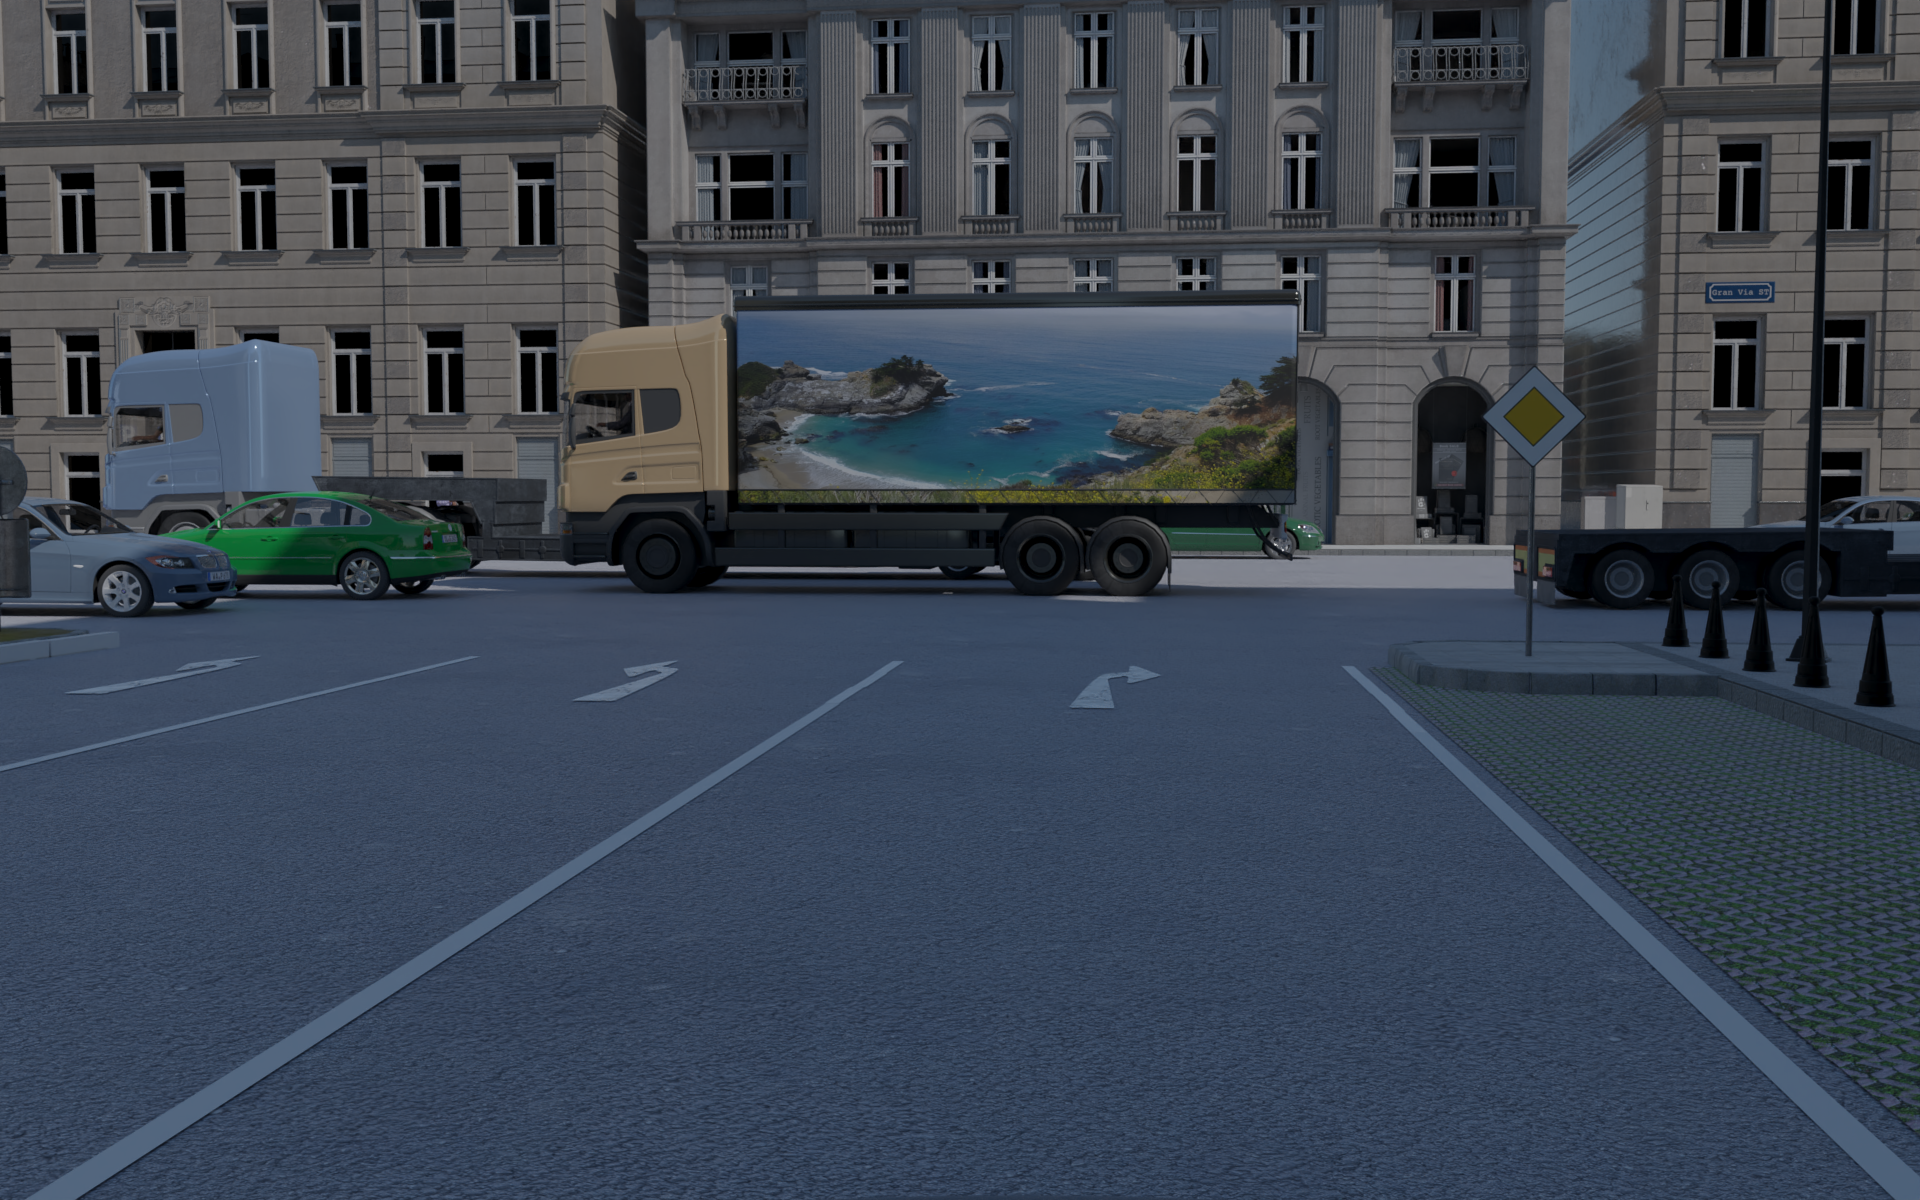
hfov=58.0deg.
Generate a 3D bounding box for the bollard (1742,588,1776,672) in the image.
[{"bbox_3d":[5.803,0.213,12.560,0.229,0.601,0.229,0,3,0],"label":"bollard"}]

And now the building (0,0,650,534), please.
[{"bbox_3d":[-20.478,-15.526,51.112,25.104,27.353,12.463,0,4,7],"label":"building"}]

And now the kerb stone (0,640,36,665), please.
[{"bbox_3d":[-8.107,0.459,14.698,0.120,0.150,1.000,0,4,7],"label":"kerb stone"}]

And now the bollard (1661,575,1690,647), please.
[{"bbox_3d":[6.042,0.088,14.599,0.229,0.601,0.229,0,3,0],"label":"bollard"}]

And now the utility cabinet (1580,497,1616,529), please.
[{"bbox_3d":[16.307,-2.006,43.960,1.020,1.237,0.306,0,4,2],"label":"utility cabinet"}]

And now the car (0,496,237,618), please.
[{"bbox_3d":[-11.116,-0.550,20.991,4.499,1.417,2.014,0,4,5],"label":"car"}]

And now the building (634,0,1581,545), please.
[{"bbox_3d":[4.034,-12.689,49.261,24.055,21.916,13.314,0,4,7],"label":"building"}]

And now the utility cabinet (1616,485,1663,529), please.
[{"bbox_3d":[15.976,-1.960,40.722,1.173,1.500,0.318,-2,4,-25],"label":"utility cabinet"}]

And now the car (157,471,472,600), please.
[{"bbox_3d":[-9.299,-0.944,24.235,4.718,1.807,1.959,0,4,5],"label":"car"}]

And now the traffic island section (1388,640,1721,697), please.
[{"bbox_3d":[4.522,0.524,13.719,2.009,0.180,2.903,0,4,7],"label":"traffic island section"}]

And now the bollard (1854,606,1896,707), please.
[{"bbox_3d":[5.562,0.338,10.510,0.229,0.601,0.229,0,3,0],"label":"bollard"}]

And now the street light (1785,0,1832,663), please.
[{"bbox_3d":[5.990,-2.487,13.210,1.470,5.913,1.316,0,4,7],"label":"street light"}]

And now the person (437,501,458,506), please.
[{"bbox_3d":[-12.137,-2.011,41.250,0.599,1.838,0.709,1,4,22],"label":"person"}]

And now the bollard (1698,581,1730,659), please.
[{"bbox_3d":[5.922,0.151,13.579,0.229,0.601,0.229,0,3,0],"label":"bollard"}]

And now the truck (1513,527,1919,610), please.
[{"bbox_3d":[16.795,-1.944,21.544,18.799,4.110,2.967,0,4,6],"label":"truck"}]

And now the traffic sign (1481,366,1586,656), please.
[{"bbox_3d":[4.497,-0.612,13.644,0.795,2.450,0.064,0,4,7],"label":"traffic sign"}]

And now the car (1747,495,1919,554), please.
[{"bbox_3d":[15.917,-1.144,30.712,4.499,1.417,2.014,0,4,5],"label":"car"}]

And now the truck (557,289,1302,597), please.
[{"bbox_3d":[-0.816,-2.238,25.508,11.283,4.237,2.839,0,4,6],"label":"truck"}]

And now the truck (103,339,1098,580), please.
[{"bbox_3d":[-6.320,-2.492,30.500,18.799,4.110,2.967,0,4,6],"label":"truck"}]

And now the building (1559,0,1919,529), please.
[{"bbox_3d":[29.885,-15.237,46.382,25.104,27.353,12.463,0,4,7],"label":"building"}]

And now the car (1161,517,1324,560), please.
[{"bbox_3d":[5.661,-1.652,38.804,4.920,1.459,2.131,0,4,6],"label":"car"}]

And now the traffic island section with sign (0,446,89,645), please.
[{"bbox_3d":[-9.057,-0.453,15.547,2.006,1.907,1.989,0,4,7],"label":"traffic island section with sign"}]

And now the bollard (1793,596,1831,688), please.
[{"bbox_3d":[5.684,0.275,11.540,0.229,0.601,0.229,0,3,0],"label":"bollard"}]

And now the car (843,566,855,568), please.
[{"bbox_3d":[-3.243,-1.514,34.546,4.222,1.686,2.009,0,4,7],"label":"car"}]

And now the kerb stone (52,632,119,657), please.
[{"bbox_3d":[-7.985,0.402,15.717,0.120,0.150,1.000,0,4,7],"label":"kerb stone"}]
